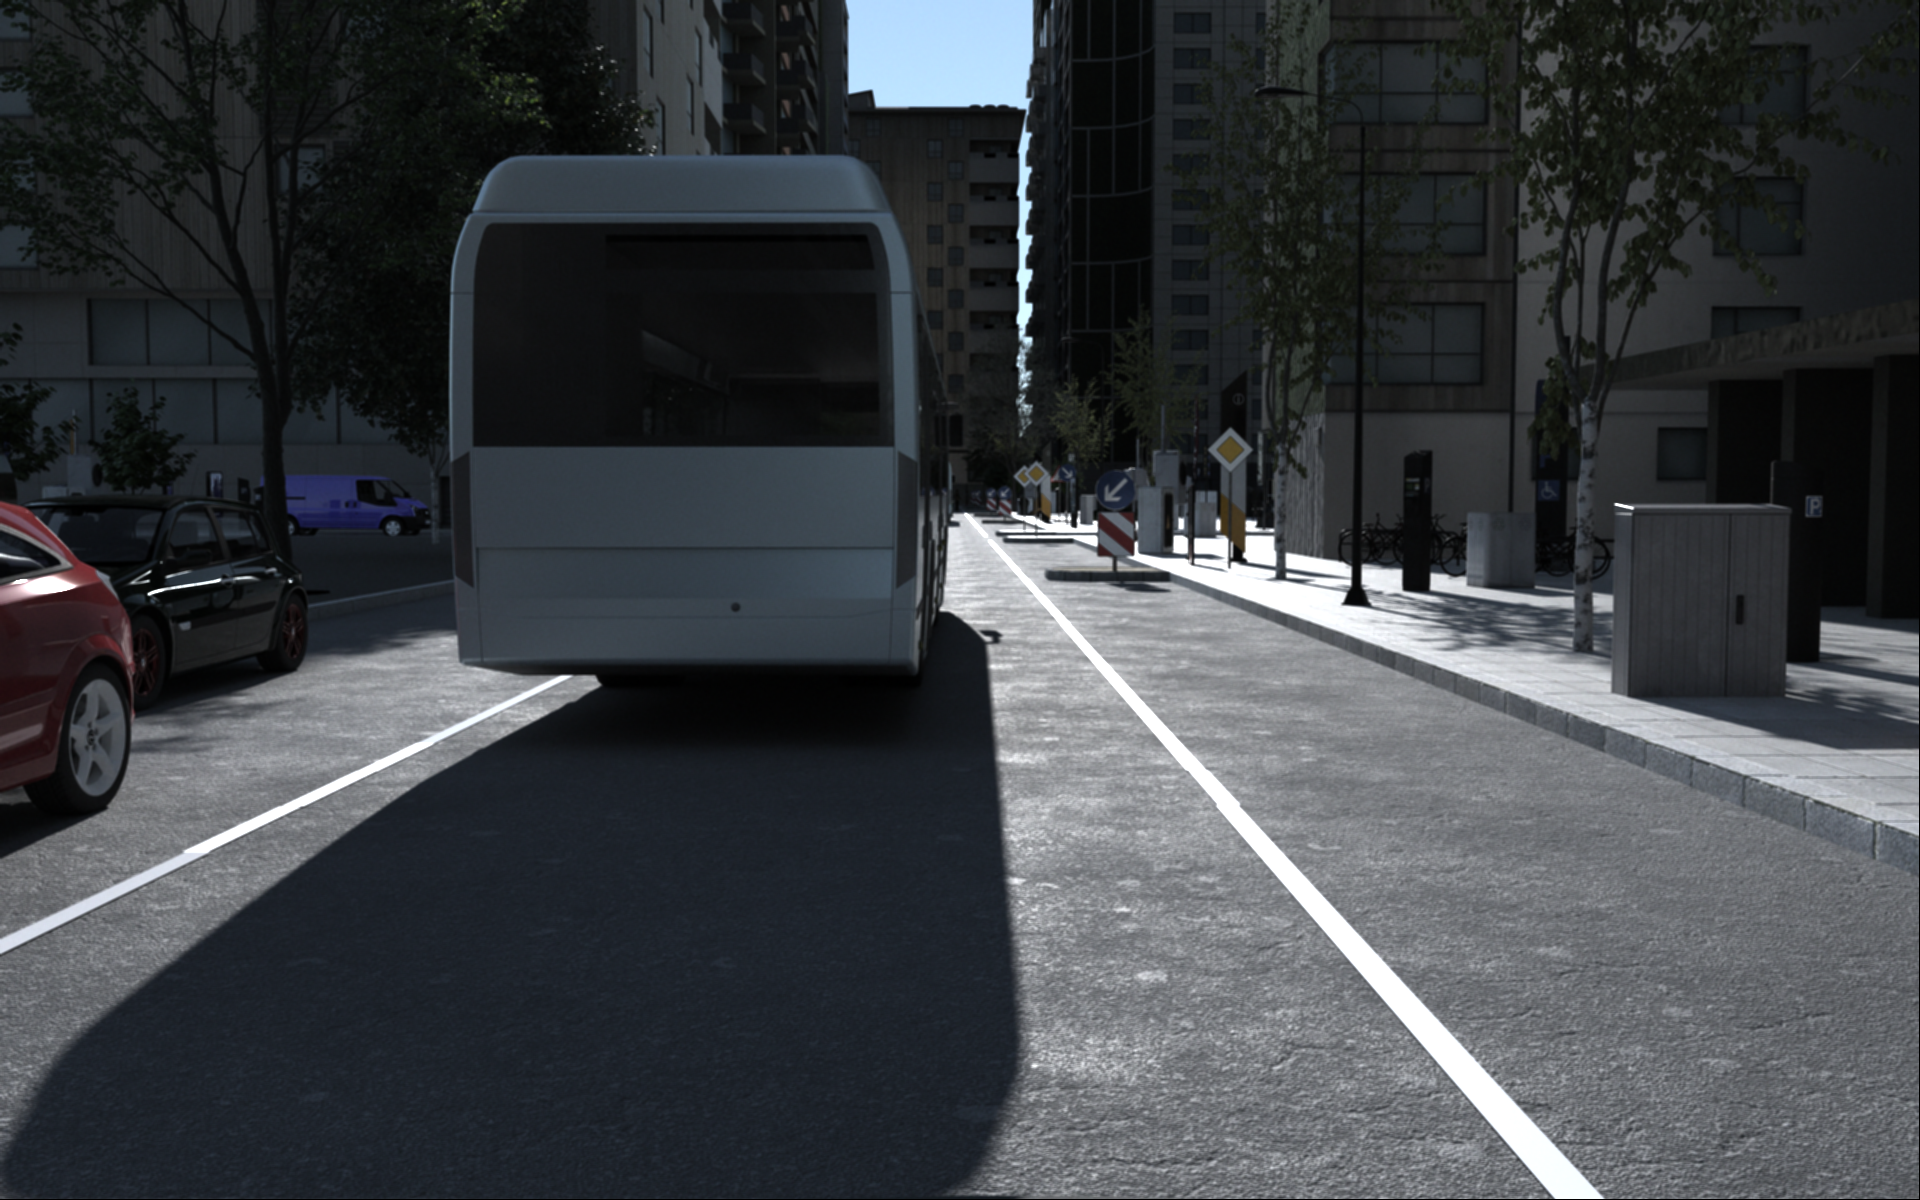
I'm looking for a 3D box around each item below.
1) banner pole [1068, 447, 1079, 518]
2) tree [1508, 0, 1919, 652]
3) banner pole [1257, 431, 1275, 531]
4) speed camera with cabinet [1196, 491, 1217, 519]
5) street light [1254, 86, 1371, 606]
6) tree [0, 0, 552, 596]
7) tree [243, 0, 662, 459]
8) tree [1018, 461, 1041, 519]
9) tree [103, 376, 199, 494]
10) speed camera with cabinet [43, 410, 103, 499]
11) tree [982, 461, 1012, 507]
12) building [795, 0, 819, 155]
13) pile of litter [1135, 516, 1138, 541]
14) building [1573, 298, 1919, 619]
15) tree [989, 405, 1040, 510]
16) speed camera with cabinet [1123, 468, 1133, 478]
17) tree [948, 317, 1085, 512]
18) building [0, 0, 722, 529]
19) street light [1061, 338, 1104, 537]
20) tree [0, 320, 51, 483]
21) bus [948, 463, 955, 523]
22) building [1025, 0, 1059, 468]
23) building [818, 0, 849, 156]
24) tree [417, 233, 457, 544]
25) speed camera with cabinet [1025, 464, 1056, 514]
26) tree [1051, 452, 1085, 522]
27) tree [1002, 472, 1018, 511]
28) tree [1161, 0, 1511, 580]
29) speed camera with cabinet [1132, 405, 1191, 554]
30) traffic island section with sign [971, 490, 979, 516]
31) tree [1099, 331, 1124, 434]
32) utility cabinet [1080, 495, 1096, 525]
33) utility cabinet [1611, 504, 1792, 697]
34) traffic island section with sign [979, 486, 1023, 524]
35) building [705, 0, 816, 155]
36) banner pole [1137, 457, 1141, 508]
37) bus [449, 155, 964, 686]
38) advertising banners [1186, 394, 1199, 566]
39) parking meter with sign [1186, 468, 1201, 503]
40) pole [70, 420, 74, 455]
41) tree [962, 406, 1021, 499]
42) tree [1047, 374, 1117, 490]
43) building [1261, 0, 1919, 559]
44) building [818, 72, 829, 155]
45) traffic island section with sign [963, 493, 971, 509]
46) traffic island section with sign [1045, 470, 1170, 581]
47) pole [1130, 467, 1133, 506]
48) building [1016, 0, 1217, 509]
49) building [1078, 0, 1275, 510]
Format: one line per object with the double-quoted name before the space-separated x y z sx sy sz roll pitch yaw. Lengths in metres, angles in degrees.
"banner pole" 6.041 -6.226 91.806 0.863 3.779 0.401 -2 4 -34
"tree" 5.310 -3.887 13.918 4.737 8.622 4.395 0 3 0
"banner pole" 10.595 -4.328 60.776 0.401 3.779 0.863 2 4 33
"speed camera with cabinet" 12.012 -5.729 88.007 2.038 3.252 0.660 -1 4 -10
"street light" 4.055 -2.897 19.915 1.470 5.913 1.316 0 4 0
"tree" -8.784 -5.880 21.893 9.928 11.665 9.643 0 3 0
"tree" -9.523 -7.226 35.159 9.611 12.733 9.660 0 3 0
"tree" 4.264 -5.696 87.723 1.663 3.219 1.824 0 3 0
"tree" -13.531 -2.061 28.301 1.663 3.219 1.824 0 3 0
"speed camera with cabinet" -20.445 -2.790 39.950 0.660 3.252 2.038 0 4 -5
"tree" 3.876 -11.591 173.219 4.285 4.588 4.351 0 3 0
"building" -23.201 -31.871 144.795 21.300 48.544 21.600 0 4 0
"pile of litter" 4.838 -2.062 47.675 1.176 0.858 1.719 2 4 35
"building" 19.152 -21.625 8.193 22.147 44.769 28.867 0 4 0
"tree" 4.266 -11.393 136.642 4.360 8.622 3.978 0 3 0
"speed camera with cabinet" 6.903 -4.168 62.484 2.038 3.252 0.660 -2 4 -25
"tree" 3.673 -12.883 121.014 12.009 13.543 11.850 0 3 0
"building" -25.062 -29.671 74.358 28.713 52.752 27.495 0 4 0
"street light" 3.700 -4.838 51.638 1.470 5.913 1.316 0 4 0
"tree" -9.351 -1.315 16.094 1.663 3.219 1.824 0 3 0
"bus" -1.701 -5.702 88.082 2.948 3.499 13.247 0 4 0
"building" 17.908 -33.719 170.915 23.786 49.044 30.456 0 4 0
"building" -26.895 -40.055 196.904 28.212 58.520 21.231 0 4 0
"tree" -13.349 -5.754 44.443 4.737 8.622 4.395 0 3 0
"speed camera with cabinet" 5.292 -7.308 113.822 2.038 3.252 0.660 0 4 1
"tree" 4.946 -5.180 79.288 1.663 3.219 1.824 0 3 0
"tree" 4.095 -8.292 130.178 1.663 3.219 1.824 0 3 0
"tree" 5.062 -4.616 25.833 4.737 8.622 4.395 0 3 0
"speed camera with cabinet" 4.433 -2.659 37.808 0.660 3.252 2.038 1 4 22
"traffic island section with sign" 1.893 -6.314 111.857 1.989 1.847 2.006 0 4 0
"tree" 7.578 -7.188 67.887 4.737 8.622 4.395 0 3 0
"utility cabinet" 5.339 -3.790 73.127 0.306 1.237 1.020 1 4 22
"utility cabinet" 4.721 0.007 11.042 1.020 1.237 0.306 0 4 -3
"traffic island section with sign" 2.070 -4.665 84.903 1.989 1.847 2.006 0 4 0
"building" -21.190 -28.149 114.863 22.147 44.769 28.867 0 4 0
"banner pole" 10.684 -6.948 103.624 0.401 3.779 0.863 -1 4 -11
"bus" -1.462 -1.296 16.052 2.948 3.499 13.247 0 4 0
"advertising banners" 4.192 -2.144 31.240 0.090 3.025 2.074 0 4 4
"parking meter with sign" 15.311 -7.359 116.572 1.738 3.016 0.543 -1 4 -11
"pole" -24.403 -3.298 47.772 0.158 3.312 0.155 0 3 0
"tree" 4.018 -18.015 212.673 7.486 12.596 7.792 0 3 0
"tree" 7.448 -9.578 106.968 4.360 8.622 3.978 0 3 0
"building" 14.123 -21.783 39.754 14.154 41.232 14.086 0 4 0
"building" -19.692 -29.312 162.852 14.154 41.232 14.086 0 4 0
"traffic island section with sign" 1.553 -9.350 161.493 1.989 1.847 2.006 0 4 0
"traffic island section with sign" 2.458 -1.269 29.368 1.989 1.847 2.006 0 4 0
"pole" 12.907 -8.360 130.529 0.158 3.312 0.155 0 3 0
"building" 16.702 -46.328 195.717 20.563 71.187 20.611 0 4 0
"building" 16.818 -43.185 144.321 20.563 71.187 20.611 0 4 0
